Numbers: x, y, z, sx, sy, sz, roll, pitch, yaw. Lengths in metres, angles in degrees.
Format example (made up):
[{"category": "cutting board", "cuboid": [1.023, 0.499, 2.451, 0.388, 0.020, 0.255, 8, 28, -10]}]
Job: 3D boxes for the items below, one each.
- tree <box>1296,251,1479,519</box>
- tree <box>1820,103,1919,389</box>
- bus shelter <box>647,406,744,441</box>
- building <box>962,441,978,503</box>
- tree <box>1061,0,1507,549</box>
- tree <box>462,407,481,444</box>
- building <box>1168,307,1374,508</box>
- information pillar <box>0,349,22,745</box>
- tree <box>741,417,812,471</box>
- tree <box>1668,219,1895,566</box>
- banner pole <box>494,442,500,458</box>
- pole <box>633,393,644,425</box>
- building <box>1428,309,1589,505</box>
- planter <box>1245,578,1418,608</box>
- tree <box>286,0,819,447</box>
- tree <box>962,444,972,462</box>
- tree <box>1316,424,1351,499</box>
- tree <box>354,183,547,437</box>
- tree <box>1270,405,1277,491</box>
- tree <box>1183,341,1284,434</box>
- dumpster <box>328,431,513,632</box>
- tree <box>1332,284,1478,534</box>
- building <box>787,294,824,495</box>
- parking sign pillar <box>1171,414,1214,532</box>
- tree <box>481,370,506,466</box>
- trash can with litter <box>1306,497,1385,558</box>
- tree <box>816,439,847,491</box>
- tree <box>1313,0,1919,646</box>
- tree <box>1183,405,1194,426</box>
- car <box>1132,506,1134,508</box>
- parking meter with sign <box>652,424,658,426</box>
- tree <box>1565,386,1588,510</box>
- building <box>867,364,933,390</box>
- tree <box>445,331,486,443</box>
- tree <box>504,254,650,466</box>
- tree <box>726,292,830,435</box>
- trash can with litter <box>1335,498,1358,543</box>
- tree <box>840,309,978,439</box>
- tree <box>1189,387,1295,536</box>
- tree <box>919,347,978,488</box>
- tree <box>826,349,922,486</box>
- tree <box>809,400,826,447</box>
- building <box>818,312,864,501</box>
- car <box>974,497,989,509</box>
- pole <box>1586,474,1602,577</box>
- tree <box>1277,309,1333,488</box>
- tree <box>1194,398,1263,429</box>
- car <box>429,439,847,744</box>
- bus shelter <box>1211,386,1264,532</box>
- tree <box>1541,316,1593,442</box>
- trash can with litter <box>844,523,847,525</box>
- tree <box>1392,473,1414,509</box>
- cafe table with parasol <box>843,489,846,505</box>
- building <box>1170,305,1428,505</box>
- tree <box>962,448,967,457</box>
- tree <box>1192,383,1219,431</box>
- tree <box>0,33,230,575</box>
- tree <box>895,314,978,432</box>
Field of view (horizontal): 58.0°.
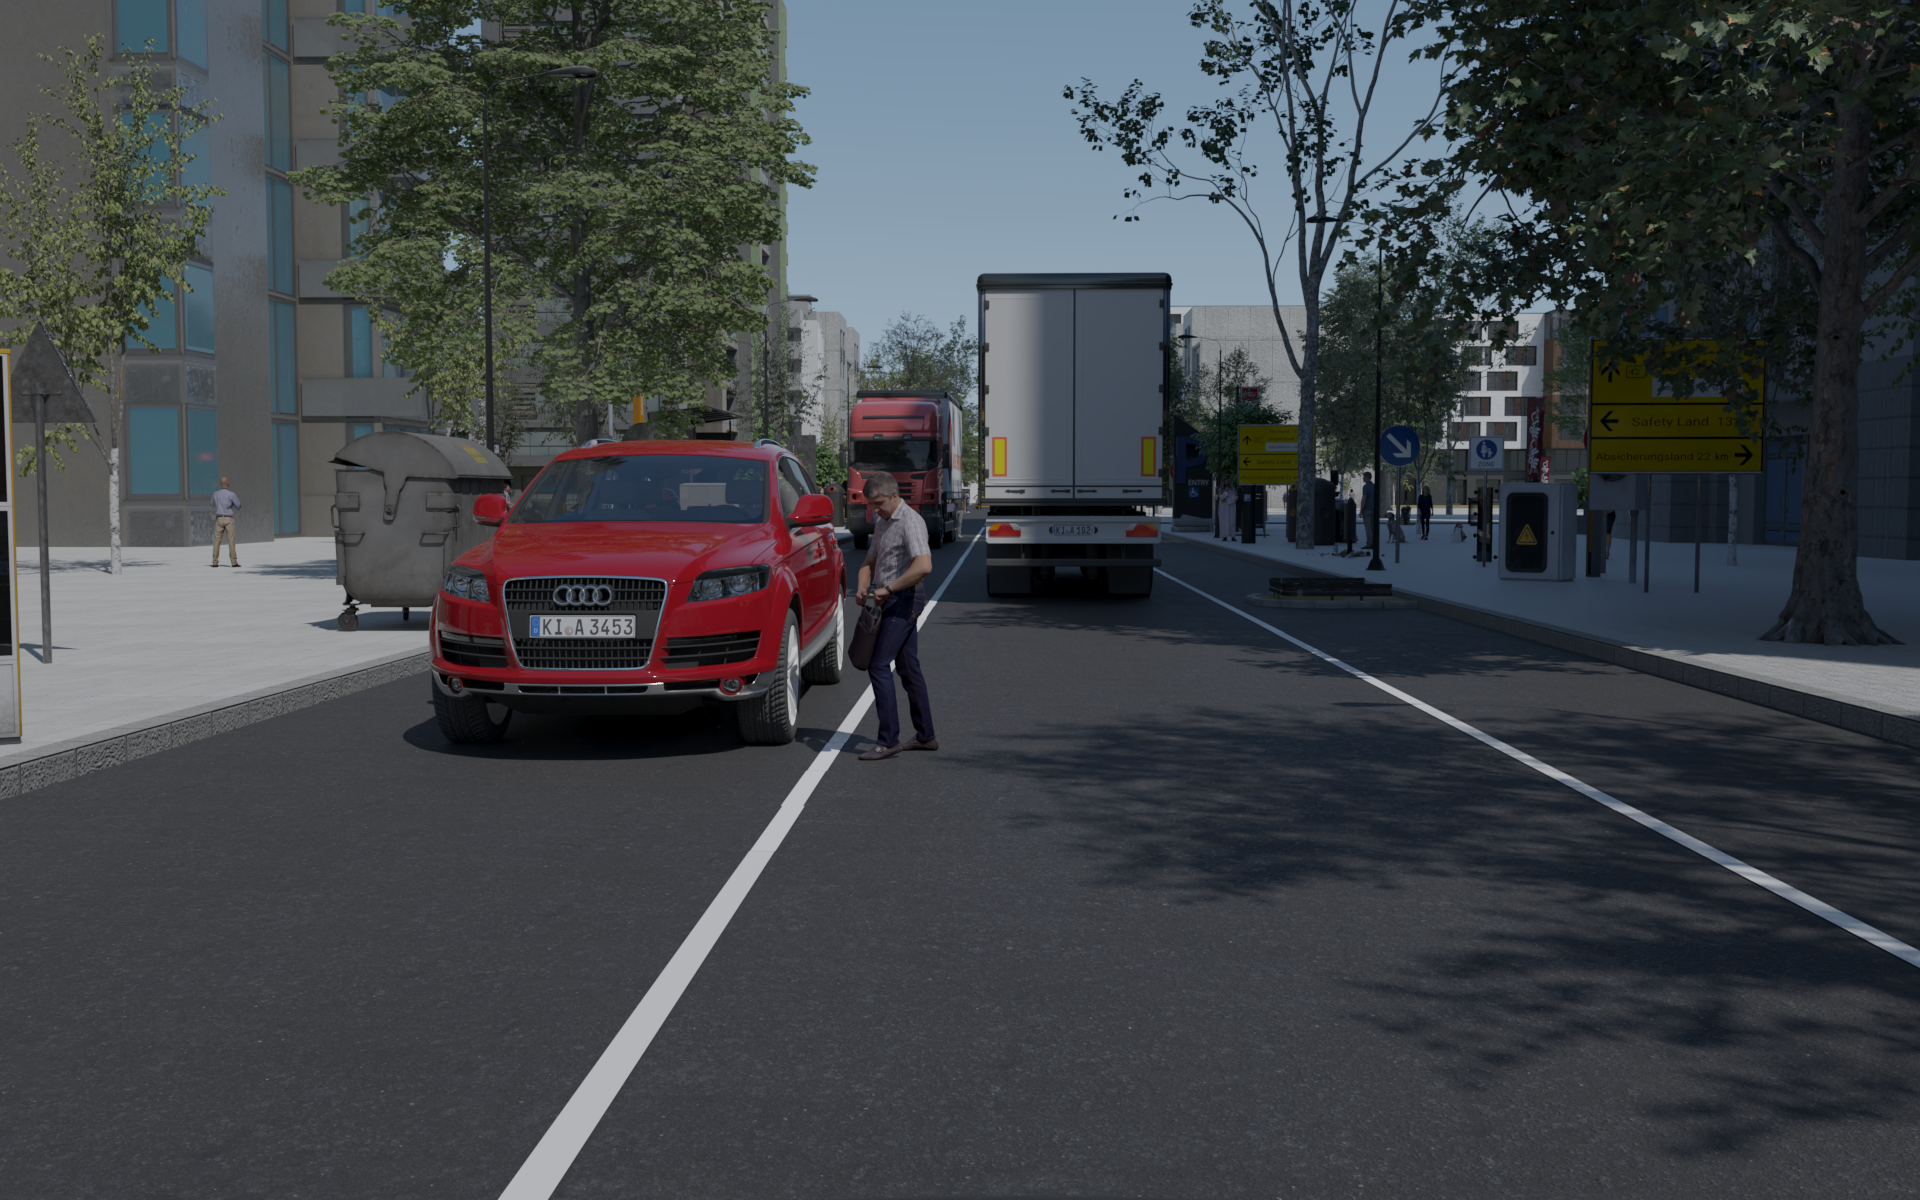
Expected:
[{"category": "tree", "cuboid": [22.091, -11.231, 90.278, 9.857, 13.997, 8.962, 0, 3, 0]}, {"category": "tree", "cuboid": [14.809, -4.561, 24.938, 4.737, 8.622, 4.395, 0, 3, 0]}, {"category": "bus shelter", "cuboid": [-7.470, -3.546, 49.266, 1.731, 3.624, 6.357, 0, 4, 2]}, {"category": "building", "cuboid": [9.922, -19.193, 255.946, 28.070, 9.664, 9.099, 0, 4, 2]}, {"category": "tree", "cuboid": [8.816, -11.325, 41.051, 12.611, 20.169, 13.585, 0, 3, 0]}, {"category": "tree", "cuboid": [-25.263, -8.859, 95.199, 4.360, 8.622, 3.978, 0, 3, 0]}, {"category": "building", "cuboid": [30.507, -18.695, 172.114, 16.747, 18.905, 31.486, 0, 4, 2]}, {"category": "information pillar", "cuboid": [-5.014, -0.269, 8.882, 0.304, 2.012, 0.304, -2, 4, -30]}, {"category": "tree", "cuboid": [-4.773, -2.977, 43.276, 1.663, 3.219, 1.824, 0, 3, 0]}, {"category": "tree", "cuboid": [13.874, -4.907, 30.592, 4.360, 8.622, 3.978, 0, 3, 0]}, {"category": "banner pole", "cuboid": [-19.583, -5.073, 72.961, 0.401, 3.779, 0.863, 1, 4, 16]}, {"category": "pole", "cuboid": [-6.191, -2.422, 33.444, 0.158, 3.312, 0.155, 0, 3, 0]}, {"category": "building", "cuboid": [69.516, -22.113, 205.522, 32.646, 21.610, 27.936, 0, 4, 2]}, {"category": "planter", "cuboid": [4.783, -0.096, 22.707, 1.991, 0.319, 1.994, 0, 4, 2]}, {"category": "tree", "cuboid": [-5.700, -6.557, 25.336, 7.486, 12.596, 7.792, 0, 3, 0]}, {"category": "tree", "cuboid": [-2.640, -14.021, 163.661, 8.767, 10.594, 7.601, 2, 4, 32]}, {"category": "tree", "cuboid": [31.842, -12.078, 147.832, 4.737, 8.622, 4.395, 0, 3, 0]}, {"category": "tree", "cuboid": [-12.464, -5.591, 41.771, 4.737, 8.622, 4.395, 0, 3, 0]}, {"category": "tree", "cuboid": [23.271, -11.242, 134.169, 4.360, 8.622, 3.978, 0, 3, 0]}, {"category": "tree", "cuboid": [16.326, -10.448, 105.241, 7.601, 10.594, 8.767, 0, 4, 3]}, {"category": "dumpster", "cuboid": [-5.201, -0.675, 16.789, 1.264, 1.857, 1.865, 0, 4, 2]}, {"category": "tree", "cuboid": [14.537, -6.391, 54.855, 4.360, 8.622, 3.978, 0, 3, 0]}, {"category": "building", "cuboid": [-20.754, -18.706, 162.258, 16.016, 20.091, 11.380, 0, 4, 2]}, {"category": "parking sign pillar", "cuboid": [7.863, -4.281, 58.467, 1.447, 3.967, 1.447, 0, 4, 0]}, {"category": "tree", "cuboid": [-12.676, -6.531, 57.148, 4.360, 8.622, 3.978, 0, 3, 0]}, {"category": "trash can with litter", "cuboid": [7.893, -1.506, 35.680, 1.678, 1.210, 2.233, 1, 4, 18]}, {"category": "tree", "cuboid": [-8.241, -7.031, 98.662, 4.285, 4.588, 4.351, 0, 3, 0]}, {"category": "tree", "cuboid": [7.606, -5.969, 14.596, 9.611, 12.733, 9.660, 0, 3, 0]}, {"category": "tree", "cuboid": [17.508, -10.918, 128.875, 4.737, 8.622, 4.395, 0, 3, 0]}, {"category": "car", "cuboid": [5.661, -3.430, 64.876, 1.959, 1.807, 4.718, 0, 4, 3]}, {"category": "parking meter with sign", "cuboid": [-7.511, -2.800, 42.038, 0.543, 3.016, 1.738, -1, 4, -15]}, {"category": "tree", "cuboid": [59.250, -14.863, 144.828, 18.604, 14.587, 13.155, 0, 4, 1]}, {"category": "building", "cuboid": [-9.734, -24.587, 258.420, 11.380, 20.091, 16.016, 0, 4, 2]}, {"category": "tree", "cuboid": [-30.919, -10.883, 103.690, 9.928, 11.665, 9.643, 0, 3, 0]}, {"category": "tree", "cuboid": [-10.607, -6.127, 50.539, 4.360, 8.622, 3.978, 0, 3, 0]}, {"category": "tree", "cuboid": [-6.901, -6.940, 63.833, 4.360, 8.622, 3.978, 0, 3, 0]}, {"category": "trash can with litter", "cuboid": [10.148, -2.085, 45.474, 0.624, 1.170, 1.055, -1, 4, -15]}, {"category": "tree", "cuboid": [-2.863, -12.522, 115.109, 12.009, 13.543, 11.850, 0, 3, 0]}, {"category": "tree", "cuboid": [8.790, -4.268, 53.495, 4.285, 4.588, 4.351, 0, 3, 0]}, {"category": "tree", "cuboid": [-2.746, -13.230, 134.443, 7.486, 12.596, 7.792, 0, 3, 0]}, {"category": "tree", "cuboid": [-3.770, -8.463, 88.735, 4.737, 8.622, 4.395, 0, 3, 0]}, {"category": "tree", "cuboid": [-9.960, -11.331, 135.619, 4.737, 8.622, 4.395, 0, 3, 0]}, {"category": "building", "cuboid": [-19.686, -19.414, 183.882, 16.747, 18.905, 31.486, 0, 4, 2]}, {"category": "car", "cuboid": [2.413, -9.851, 171.294, 2.015, 1.641, 3.980, 0, 4, 2]}, {"category": "pole", "cuboid": [9.795, -2.009, 26.695, 0.158, 3.312, 0.155, 0, 3, 0]}, {"category": "tree", "cuboid": [14.561, -7.068, 65.927, 4.360, 8.622, 3.978, 0, 3, 0]}, {"category": "tree", "cuboid": [19.478, -10.410, 120.569, 4.737, 8.622, 4.395, 0, 3, 0]}, {"category": "car", "cuboid": [-1.927, -0.181, 11.635, 2.281, 1.827, 5.304, 0, 4, 1]}, {"category": "bus shelter", "cuboid": [10.037, -5.177, 62.278, 2.179, 5.291, 8.768, 0, 4, 1]}, {"category": "tree", "cuboid": [33.335, -9.916, 87.881, 9.928, 11.665, 9.643, 0, 3, 0]}, {"category": "trash can with litter", "cuboid": [-5.123, -3.668, 71.027, 2.233, 1.210, 1.678, 3, 4, 36]}, {"category": "tree", "cuboid": [36.964, -12.021, 146.900, 4.737, 8.622, 4.395, 0, 3, 0]}, {"category": "cafe table with parasol", "cuboid": [-9.689, -8.589, 145.299, 2.610, 1.966, 2.610, -3, 5, -43]}, {"category": "building", "cuboid": [36.763, -22.013, 203.879, 27.936, 21.610, 32.646, 0, 4, 2]}, {"category": "tree", "cuboid": [-1.752, -12.214, 150.058, 4.360, 8.622, 3.978, 0, 3, 0]}, {"category": "tree", "cuboid": [16.227, -10.098, 115.468, 4.360, 8.622, 3.978, 0, 3, 0]}, {"category": "tree", "cuboid": [-13.717, -4.715, 27.449, 4.737, 8.622, 4.395, 0, 3, 0]}, {"category": "tree", "cuboid": [-1.464, -20.123, 184.906, 12.611, 20.169, 13.585, 0, 3, 0]}]
